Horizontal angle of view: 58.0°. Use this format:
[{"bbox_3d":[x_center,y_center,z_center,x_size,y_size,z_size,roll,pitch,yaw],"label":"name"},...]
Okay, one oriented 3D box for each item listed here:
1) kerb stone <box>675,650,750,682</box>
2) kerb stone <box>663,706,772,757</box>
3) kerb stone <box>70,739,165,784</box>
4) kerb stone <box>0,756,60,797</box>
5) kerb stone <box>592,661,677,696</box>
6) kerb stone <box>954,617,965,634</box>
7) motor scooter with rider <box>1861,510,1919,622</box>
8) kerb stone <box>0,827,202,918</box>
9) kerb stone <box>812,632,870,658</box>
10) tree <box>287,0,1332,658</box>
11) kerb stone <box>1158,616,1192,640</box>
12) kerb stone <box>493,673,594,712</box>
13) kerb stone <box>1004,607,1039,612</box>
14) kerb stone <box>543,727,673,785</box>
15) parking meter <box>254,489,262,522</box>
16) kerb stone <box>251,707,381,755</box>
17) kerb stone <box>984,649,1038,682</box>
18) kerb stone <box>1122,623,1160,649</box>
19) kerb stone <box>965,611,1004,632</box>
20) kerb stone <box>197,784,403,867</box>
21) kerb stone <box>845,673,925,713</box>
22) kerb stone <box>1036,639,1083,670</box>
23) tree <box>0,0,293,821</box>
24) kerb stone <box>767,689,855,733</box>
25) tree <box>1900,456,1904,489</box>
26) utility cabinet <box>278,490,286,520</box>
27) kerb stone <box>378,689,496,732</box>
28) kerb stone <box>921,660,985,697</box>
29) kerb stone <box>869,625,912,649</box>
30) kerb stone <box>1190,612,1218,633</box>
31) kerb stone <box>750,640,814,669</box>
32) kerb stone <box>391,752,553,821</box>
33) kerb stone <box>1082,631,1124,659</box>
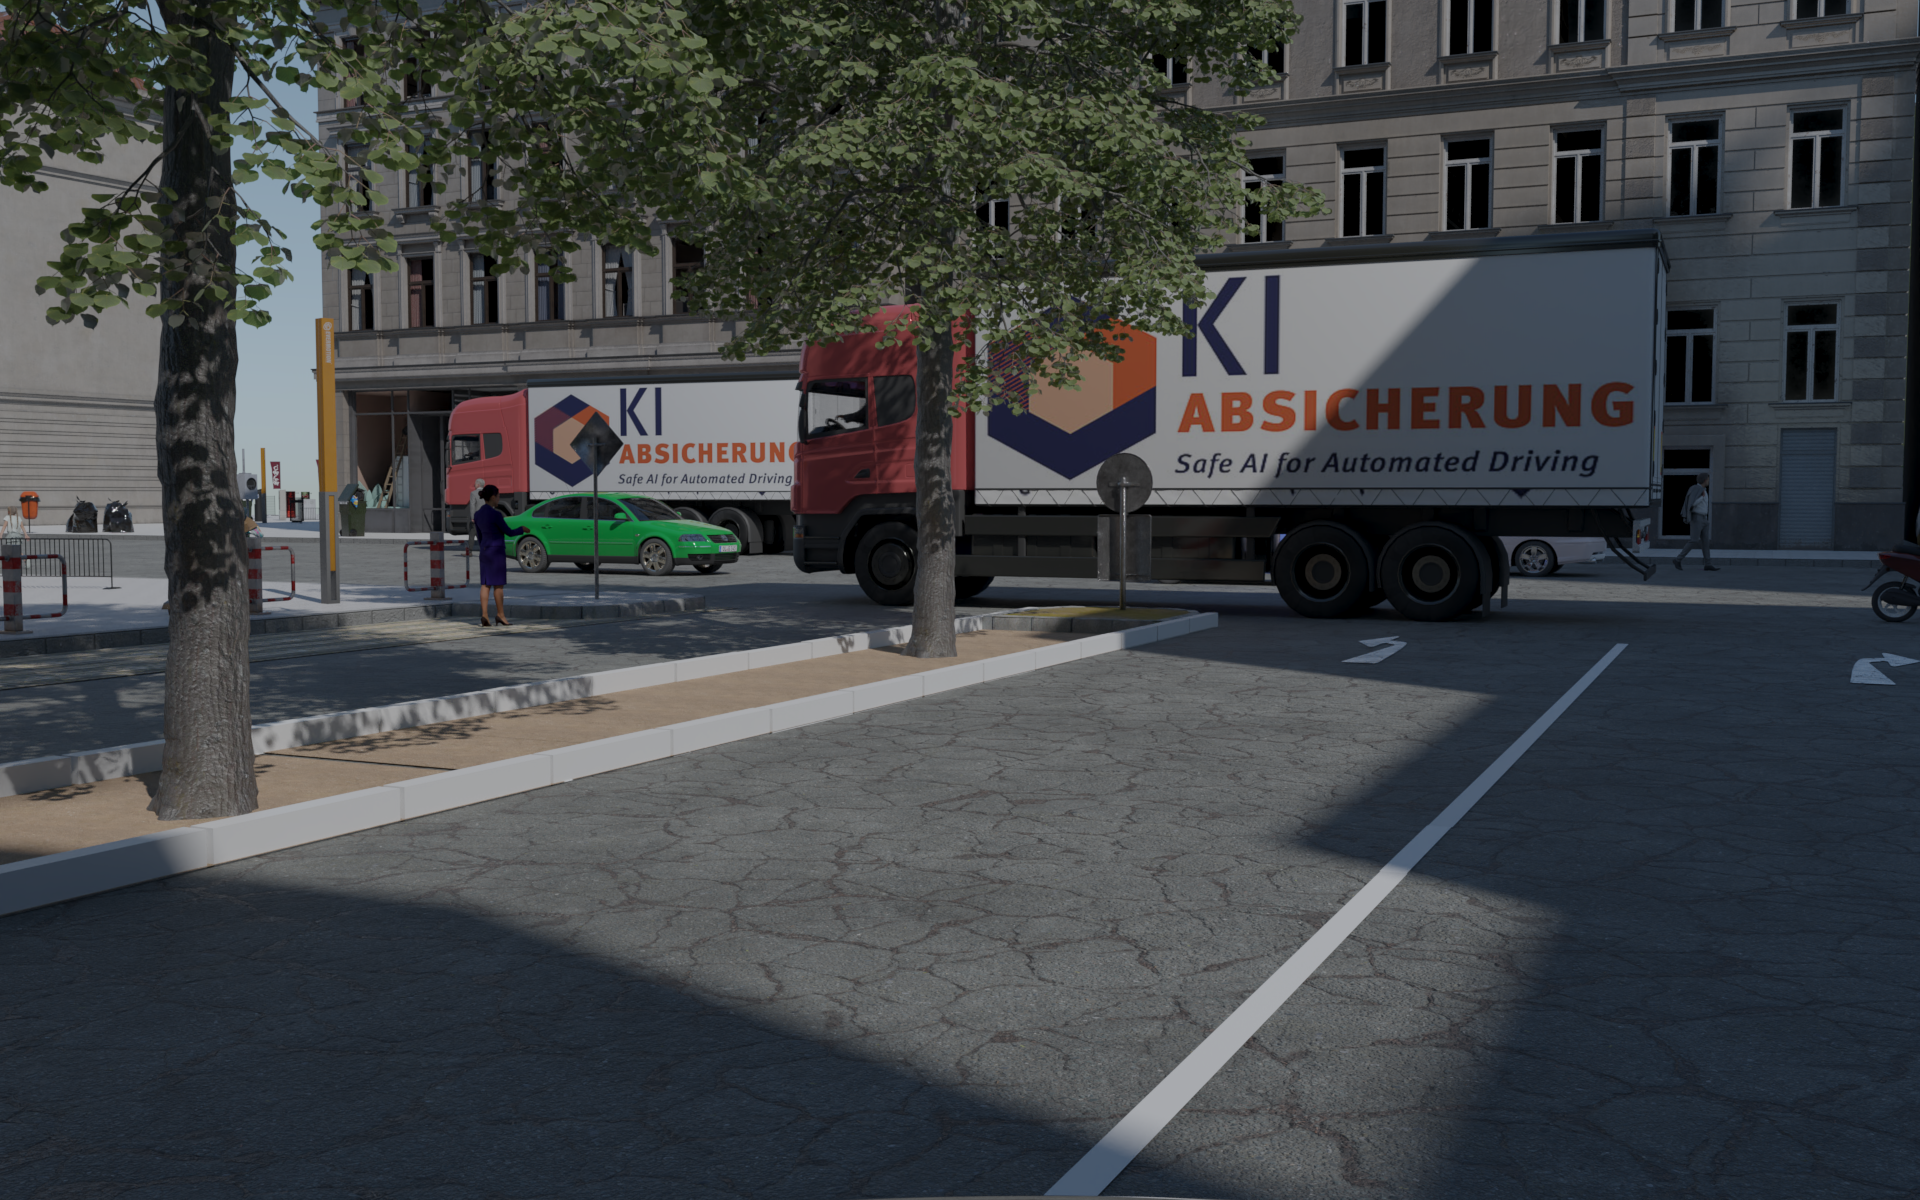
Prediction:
[{"bbox_3d":[-1.987,0.526,13.611,0.120,0.150,1.000,2,4,25],"label":"kerb stone"},{"bbox_3d":[-1.404,0.751,9.916,0.120,0.150,1.000,2,4,25],"label":"kerb stone"},{"bbox_3d":[-4.163,0.812,8.965,0.120,0.150,1.000,2,4,25],"label":"kerb stone"},{"bbox_3d":[-4.607,0.868,8.032,0.120,0.150,1.000,2,4,25],"label":"kerb stone"},{"bbox_3d":[-2.429,0.582,12.686,0.120,0.150,1.000,2,4,25],"label":"kerb stone"},{"bbox_3d":[-0.241,0.298,17.329,0.120,0.150,1.000,2,4,25],"label":"kerb stone"},{"bbox_3d":[11.033,-0.615,19.020,1.986,1.779,0.876,2,4,26],"label":"motor scooter with rider"},{"bbox_3d":[-3.149,0.978,6.200,0.120,0.150,1.000,2,4,25],"label":"kerb stone"},{"bbox_3d":[-1.116,0.411,15.472,0.120,0.150,1.000,2,4,25],"label":"kerb stone"},{"bbox_3d":[-0.154,-5.792,15.280,7.486,12.596,7.792,0,3,0],"label":"tree"},{"bbox_3d":[2.086,0.297,17.347,0.120,0.150,1.000,2,4,25],"label":"kerb stone"},{"bbox_3d":[-2.862,0.639,11.754,0.120,0.150,1.000,2,4,25],"label":"kerb stone"},{"bbox_3d":[0.627,0.186,19.185,0.120,0.150,1.000,2,4,25],"label":"kerb stone"},{"bbox_3d":[-1.841,0.808,8.990,0.120,0.150,1.000,2,4,25],"label":"kerb stone"},{"bbox_3d":[-32.492,-4.392,80.223,0.372,1.533,0.369,0,3,0],"label":"parking meter"},{"bbox_3d":[-3.733,0.755,9.899,0.120,0.150,1.000,2,4,25],"label":"kerb stone"},{"bbox_3d":[0.343,0.525,13.633,0.120,0.150,1.000,2,4,25],"label":"kerb stone"},{"bbox_3d":[1.650,0.353,16.417,0.120,0.150,1.000,2,4,25],"label":"kerb stone"},{"bbox_3d":[0.195,0.247,18.257,0.120,0.150,1.000,2,4,25],"label":"kerb stone"},{"bbox_3d":[-2.709,0.922,7.130,0.120,0.150,1.000,2,4,25],"label":"kerb stone"},{"bbox_3d":[-0.532,0.638,11.771,0.120,0.150,1.000,2,4,25],"label":"kerb stone"},{"bbox_3d":[0.776,0.468,14.563,0.120,0.150,1.000,2,4,25],"label":"kerb stone"},{"bbox_3d":[-3.299,-5.335,7.819,7.486,12.596,7.792,0,3,0],"label":"tree"},{"bbox_3d":[-0.964,0.697,10.842,0.120,0.150,1.000,2,4,25],"label":"kerb stone"},{"bbox_3d":[61.121,-7.987,114.308,4.285,4.588,4.351,0,3,0],"label":"tree"},{"bbox_3d":[-33.188,-4.655,84.794,0.318,1.500,1.173,-2,4,-23],"label":"utility cabinet"},{"bbox_3d":[-3.298,0.699,10.827,0.120,0.150,1.000,2,4,25],"label":"kerb stone"},{"bbox_3d":[-0.093,0.580,12.706,0.120,0.150,1.000,2,4,25],"label":"kerb stone"},{"bbox_3d":[-0.676,0.355,16.399,0.120,0.150,1.000,2,4,25],"label":"kerb stone"},{"bbox_3d":[2.521,0.239,18.282,0.120,0.150,1.000,2,4,25],"label":"kerb stone"},{"bbox_3d":[-1.553,0.474,14.546,0.120,0.150,1.000,2,4,25],"label":"kerb stone"},{"bbox_3d":[-2.274,0.865,8.061,0.120,0.150,1.000,2,4,25],"label":"kerb stone"},{"bbox_3d":[1.213,0.410,15.490,0.120,0.150,1.000,2,4,25],"label":"kerb stone"}]
